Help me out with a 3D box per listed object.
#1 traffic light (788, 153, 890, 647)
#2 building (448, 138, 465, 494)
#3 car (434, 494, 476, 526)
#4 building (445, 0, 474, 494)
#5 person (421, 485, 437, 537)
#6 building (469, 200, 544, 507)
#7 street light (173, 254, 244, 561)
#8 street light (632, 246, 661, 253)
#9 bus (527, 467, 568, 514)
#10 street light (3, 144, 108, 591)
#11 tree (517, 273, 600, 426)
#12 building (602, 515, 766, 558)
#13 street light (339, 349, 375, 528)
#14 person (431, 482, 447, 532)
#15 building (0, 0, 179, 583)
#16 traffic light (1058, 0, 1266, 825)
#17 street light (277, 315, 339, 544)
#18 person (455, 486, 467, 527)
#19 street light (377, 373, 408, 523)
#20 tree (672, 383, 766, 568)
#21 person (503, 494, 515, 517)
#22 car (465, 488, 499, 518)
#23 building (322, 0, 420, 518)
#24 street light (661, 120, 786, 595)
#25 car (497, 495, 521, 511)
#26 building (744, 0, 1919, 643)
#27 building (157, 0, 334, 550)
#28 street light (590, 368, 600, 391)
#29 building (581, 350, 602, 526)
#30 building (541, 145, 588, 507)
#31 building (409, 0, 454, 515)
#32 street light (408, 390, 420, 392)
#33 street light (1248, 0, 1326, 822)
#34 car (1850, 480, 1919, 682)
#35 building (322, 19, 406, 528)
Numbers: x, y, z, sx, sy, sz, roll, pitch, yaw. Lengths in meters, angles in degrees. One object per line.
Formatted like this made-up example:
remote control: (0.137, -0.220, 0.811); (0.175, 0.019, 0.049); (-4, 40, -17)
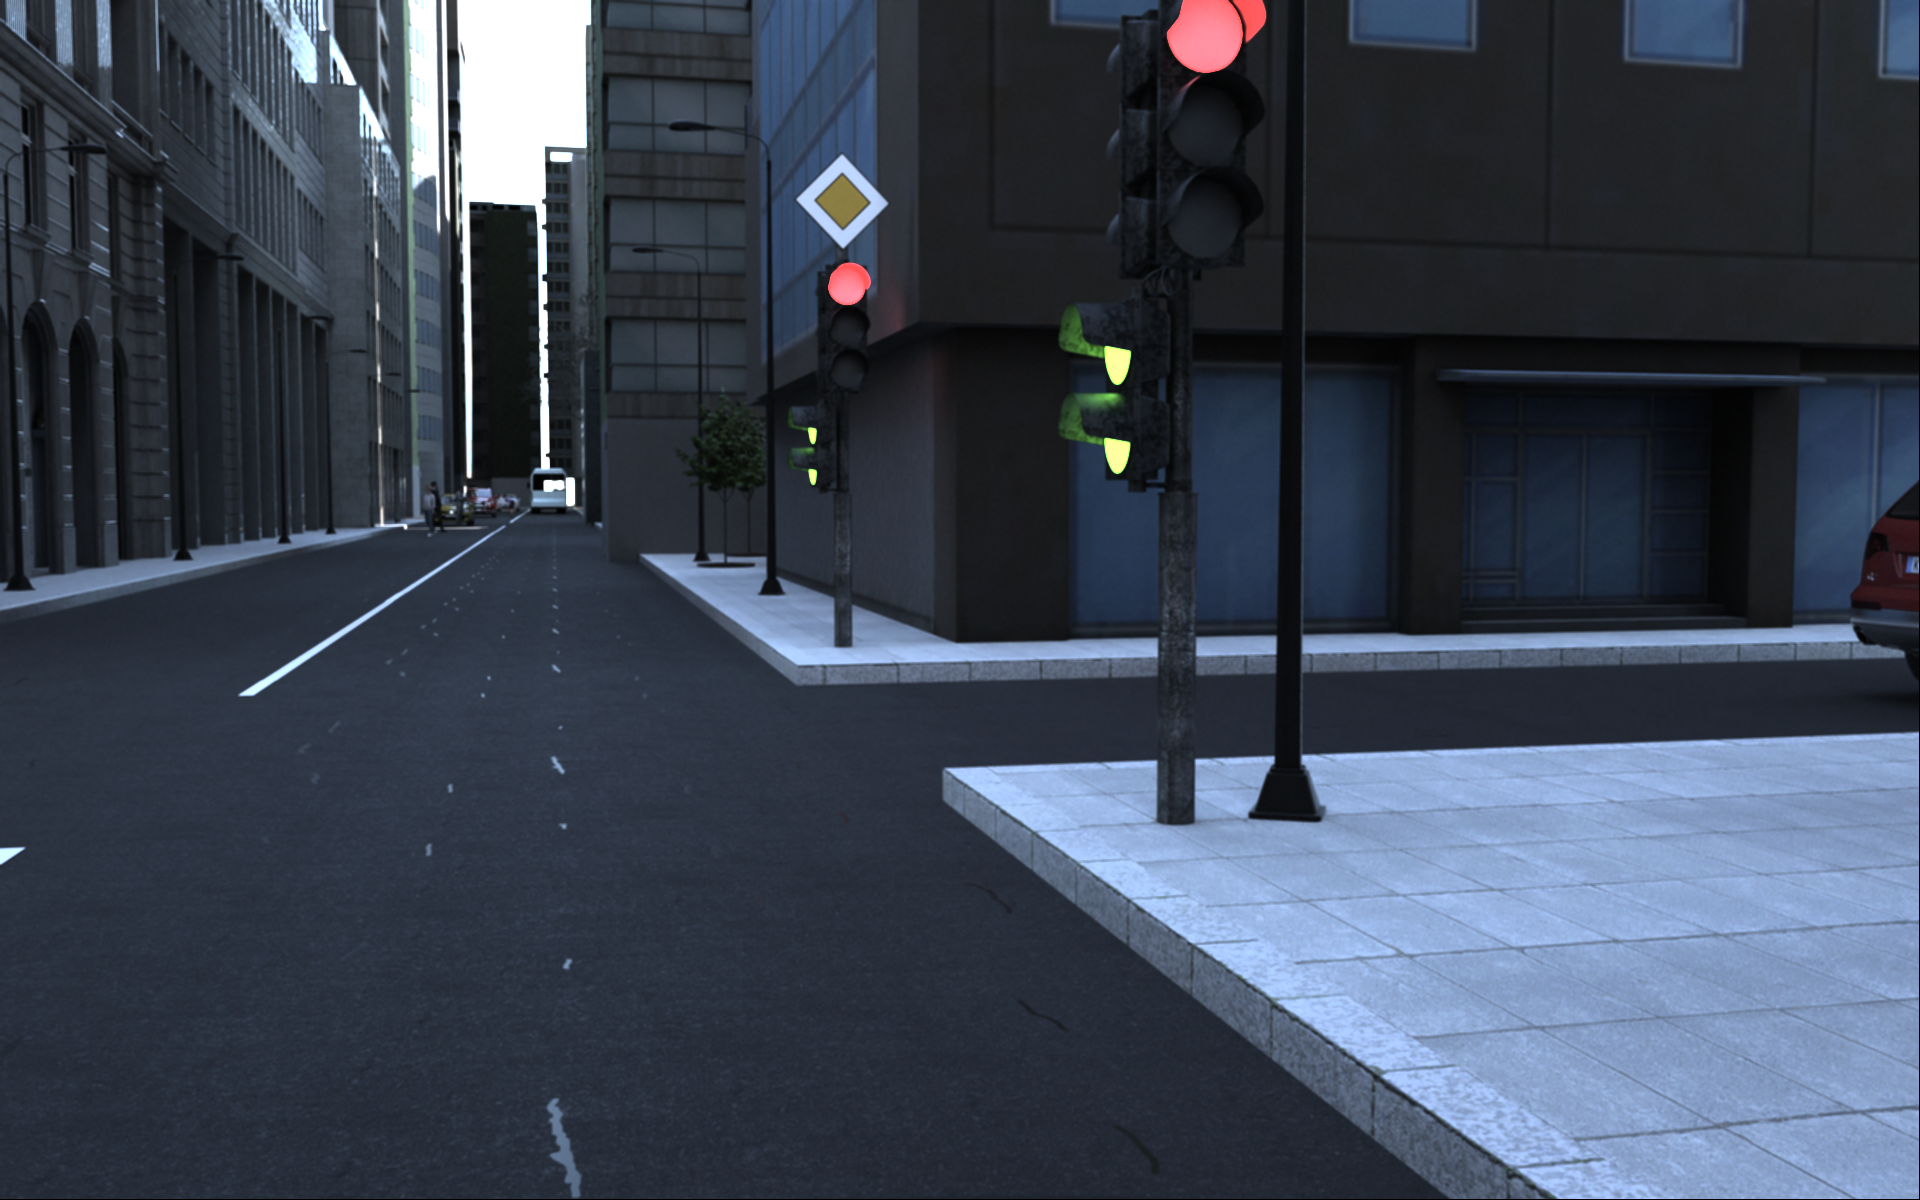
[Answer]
traffic light: (-0.999, -1.560, 14.435); (0.839, 4.253, 0.868); (-1, 4, -13)
building: (-46.000, -22.109, 133.183); (14.160, 30.474, 14.107); (-1, 4, -13)
car: (-23.057, -4.199, 78.870); (2.015, 1.641, 3.980); (-1, 4, -13)
building: (-50.091, -30.563, 149.819); (14.200, 45.320, 14.600); (-1, 4, -13)
person: (-17.892, -3.014, 58.452); (0.731, 1.740, 0.598); (2, 4, 24)
building: (-49.002, -24.548, 173.064); (14.107, 30.474, 14.160); (-1, 4, -13)
street light: (-14.531, -3.729, 33.518); (1.470, 5.913, 1.316); (-1, 4, -13)
street light: (-5.446, -3.680, 32.712); (1.470, 5.913, 1.316); (-1, 4, -13)
bus: (-31.086, -8.299, 130.545); (2.948, 3.499, 13.247); (-1, 4, -14)
street light: (-12.004, -3.087, 23.015); (1.470, 5.913, 1.316); (-1, 4, -13)
tree: (-18.740, -11.210, 93.652); (12.009, 13.543, 11.850); (0, 3, 0)
building: (-2.176, -22.026, 43.724); (14.154, 41.232, 14.086); (-1, 4, -13)
street light: (-19.633, -5.071, 55.446); (1.470, 5.913, 1.316); (-1, 4, -13)
person: (-19.655, -3.498, 65.058); (0.648, 1.900, 0.474); (2, 4, 25)
building: (-19.192, -11.034, 22.202); (13.314, 21.916, 24.055); (-1, 4, -13)
traffic light: (0.825, -1.085, 6.660); (0.839, 4.253, 0.868); (-1, 4, -13)
street light: (-17.033, -4.429, 44.961); (1.470, 5.913, 1.316); (-1, 4, -13)
person: (-22.066, -4.155, 76.621); (0.466, 1.800, 0.511); (0, 4, -1)
street light: (-22.033, -5.727, 66.185); (1.470, 5.913, 1.316); (-1, 4, -13)
tree: (-4.263, -2.196, 30.501); (1.663, 3.219, 1.824); (0, 3, 0)
person: (-27.696, -5.788, 106.371); (0.697, 1.427, 0.421); (-1, 4, -12)
car: (-29.388, -5.948, 105.929); (2.281, 1.827, 5.304); (-1, 4, -14)
building: (-36.333, -24.866, 90.160); (14.154, 41.232, 14.086); (-1, 4, -13)
street light: (-2.931, -3.013, 21.808); (1.470, 5.913, 1.316); (-1, 4, -13)
car: (-38.715, -8.326, 148.486); (2.083, 1.381, 4.827); (-1, 4, -13)
building: (4.998, -22.709, 21.405); (14.200, 45.320, 14.600); (-1, 4, -13)
building: (-25.346, -16.569, 48.401); (11.434, 29.767, 29.804); (-1, 4, -13)
street light: (-12.820, -5.610, 64.269); (1.470, 5.913, 1.316); (-1, 4, -13)
building: (-4.809, -46.506, 73.037); (22.319, 86.520, 31.000); (-1, 4, -13)
building: (-32.600, -30.237, 186.249); (23.993, 40.220, 32.217); (-1, 4, -13)
building: (-44.444, -34.768, 110.449); (21.231, 58.520, 28.212); (-1, 4, -13)
street light: (-24.669, -6.389, 76.996); (1.470, 5.913, 1.316); (-1, 4, -13)
street light: (0.783, -2.085, 6.639); (1.470, 5.913, 1.316); (-1, 4, -13)
car: (8.817, -0.196, 11.871); (5.304, 1.827, 2.281); (-1, 4, -14)
building: (-29.259, -13.269, 71.693); (10.420, 20.320, 16.860); (-1, 4, -13)
